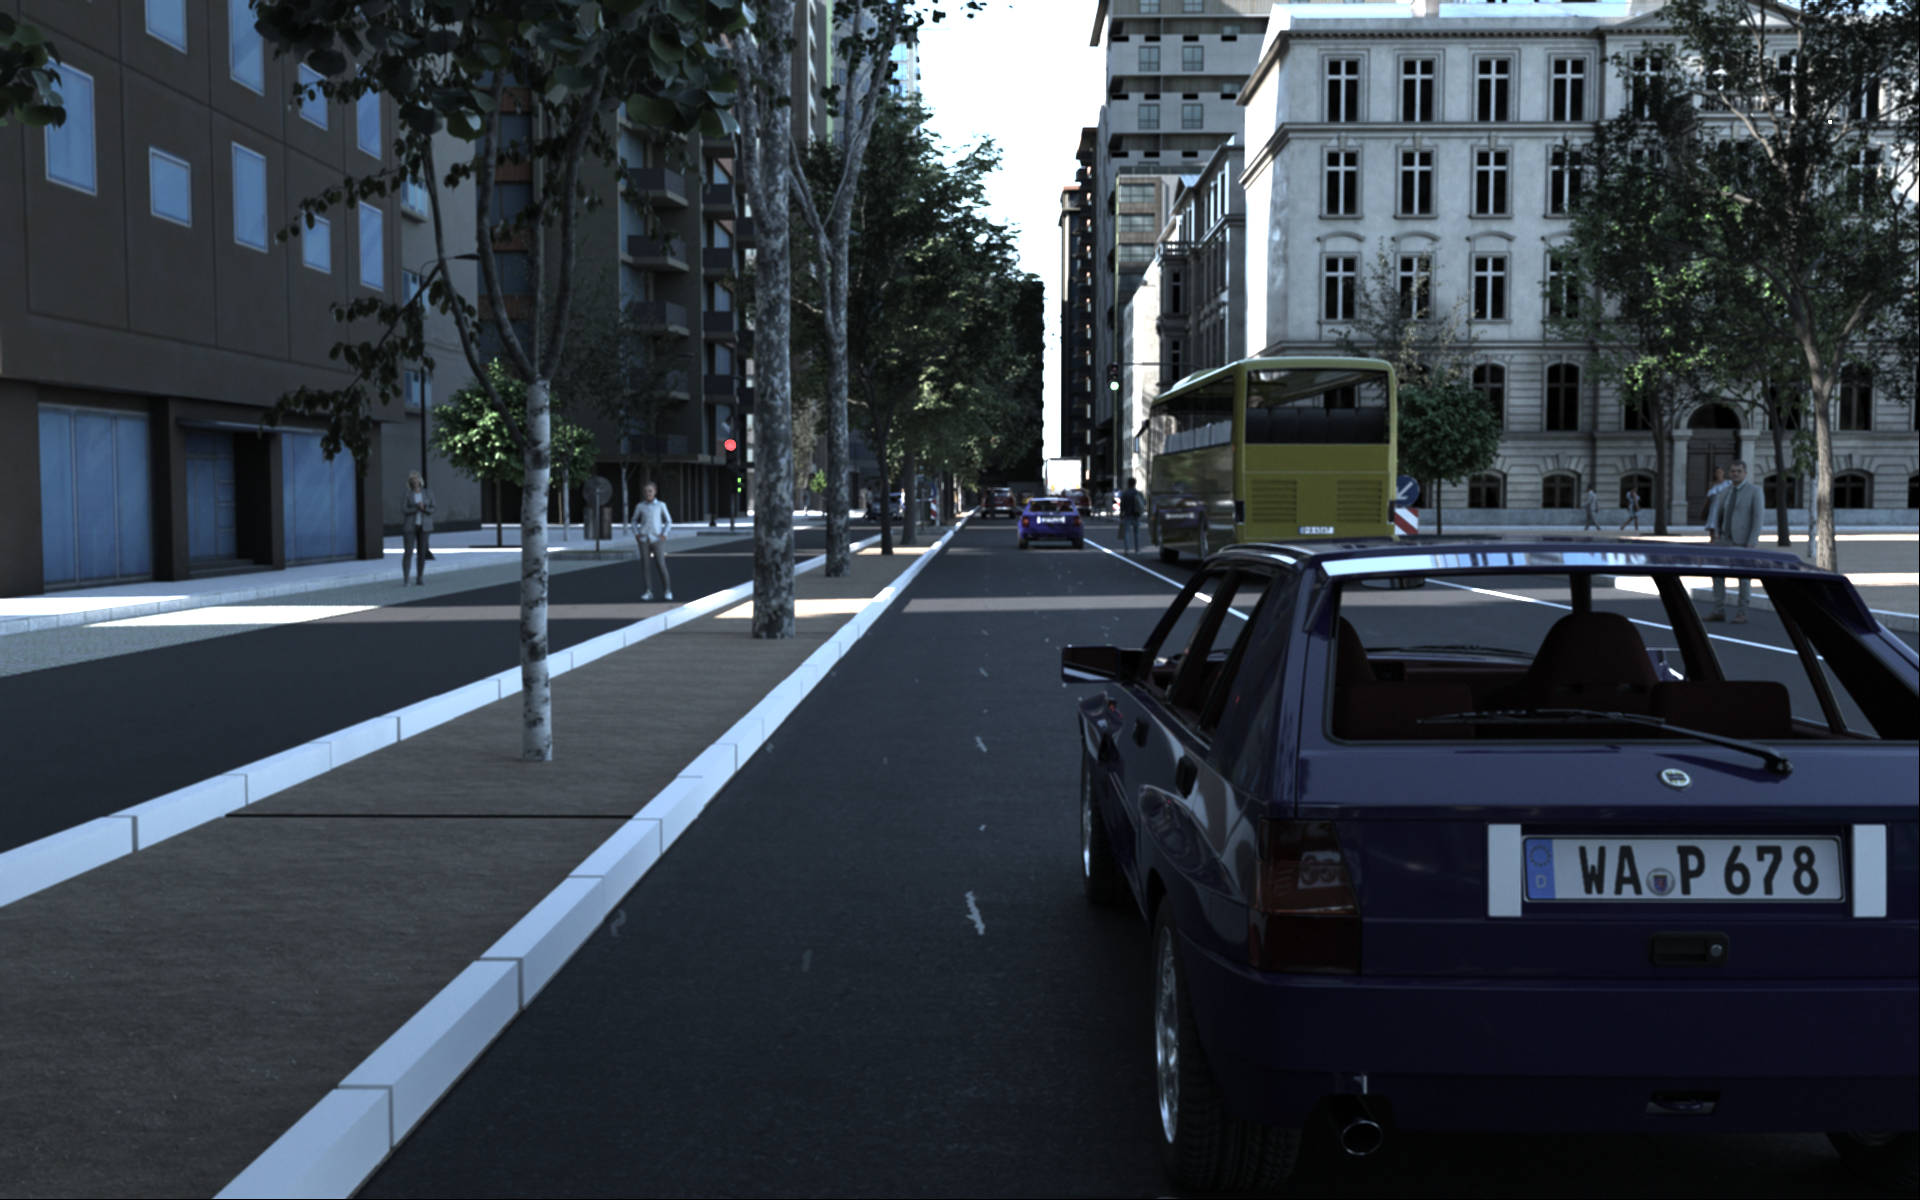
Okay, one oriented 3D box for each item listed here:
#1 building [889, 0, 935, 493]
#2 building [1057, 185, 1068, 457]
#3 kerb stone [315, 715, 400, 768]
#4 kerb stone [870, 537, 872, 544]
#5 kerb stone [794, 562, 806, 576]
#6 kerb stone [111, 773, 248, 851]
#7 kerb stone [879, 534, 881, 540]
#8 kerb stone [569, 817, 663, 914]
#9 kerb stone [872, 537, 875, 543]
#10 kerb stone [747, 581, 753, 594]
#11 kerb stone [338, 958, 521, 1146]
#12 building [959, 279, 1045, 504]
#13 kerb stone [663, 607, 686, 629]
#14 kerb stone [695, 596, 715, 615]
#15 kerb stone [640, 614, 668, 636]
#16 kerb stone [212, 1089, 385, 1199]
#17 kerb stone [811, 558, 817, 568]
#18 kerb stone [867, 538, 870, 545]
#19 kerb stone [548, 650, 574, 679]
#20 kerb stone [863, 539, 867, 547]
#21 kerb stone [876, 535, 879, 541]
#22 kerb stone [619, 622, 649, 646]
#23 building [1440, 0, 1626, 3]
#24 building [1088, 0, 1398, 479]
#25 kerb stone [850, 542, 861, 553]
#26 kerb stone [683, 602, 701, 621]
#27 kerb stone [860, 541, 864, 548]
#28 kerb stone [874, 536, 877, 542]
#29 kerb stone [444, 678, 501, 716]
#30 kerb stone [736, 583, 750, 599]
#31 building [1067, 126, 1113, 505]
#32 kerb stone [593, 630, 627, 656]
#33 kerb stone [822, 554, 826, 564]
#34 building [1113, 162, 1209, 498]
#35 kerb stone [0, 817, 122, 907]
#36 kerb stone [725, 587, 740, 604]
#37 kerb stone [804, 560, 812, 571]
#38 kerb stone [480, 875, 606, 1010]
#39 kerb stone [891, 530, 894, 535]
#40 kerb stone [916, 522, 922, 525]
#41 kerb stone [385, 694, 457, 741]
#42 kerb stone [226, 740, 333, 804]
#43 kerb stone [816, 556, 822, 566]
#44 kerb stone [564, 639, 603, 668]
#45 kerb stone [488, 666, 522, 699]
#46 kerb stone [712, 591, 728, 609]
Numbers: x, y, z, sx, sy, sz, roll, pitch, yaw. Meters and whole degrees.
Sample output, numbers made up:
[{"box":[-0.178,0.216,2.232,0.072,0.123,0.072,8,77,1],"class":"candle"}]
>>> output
[{"box":[-18.278,-56.529,236.920,31.000,86.520,22.319,0,4,1],"class":"building"},{"box":[26.315,-35.607,236.806,28.867,44.769,22.147,0,4,1],"class":"building"},{"box":[-3.303,0.779,9.455,0.120,0.150,1.000,0,4,1],"class":"kerb stone"},{"box":[-2.613,-1.604,48.416,0.120,0.150,1.000,0,4,1],"class":"kerb stone"},{"box":[-2.921,-0.537,30.971,0.120,0.150,1.000,0,4,1],"class":"kerb stone"},{"box":[-3.330,0.904,7.407,0.120,0.150,1.000,0,4,1],"class":"kerb stone"},{"box":[-2.550,-1.852,52.503,0.120,0.150,1.000,0,4,1],"class":"kerb stone"},{"box":[-1.249,0.971,6.324,0.120,0.150,1.000,0,4,1],"class":"kerb stone"},{"box":[-2.597,-1.666,49.438,0.120,0.150,1.000,0,4,1],"class":"kerb stone"},{"box":[-3.030,-0.161,24.829,0.120,0.150,1.000,0,4,1],"class":"kerb stone"},{"box":[-1.286,1.099,4.273,0.120,0.150,1.000,0,4,1],"class":"kerb stone"},{"box":[4.323,-28.305,234.491,14.107,30.474,14.160,0,4,1],"class":"building"},{"box":[-3.131,0.215,18.679,0.120,0.150,1.000,0,4,1],"class":"kerb stone"},{"box":[-3.097,0.090,20.722,0.120,0.150,1.000,0,4,1],"class":"kerb stone"},{"box":[-3.159,0.278,17.649,0.120,0.150,1.000,0,4,1],"class":"kerb stone"},{"box":[-1.304,1.164,3.252,0.120,0.150,1.000,0,4,1],"class":"kerb stone"},{"box":[-2.882,-0.662,33.019,0.120,0.150,1.000,0,4,1],"class":"kerb stone"},{"box":[-2.628,-1.541,47.391,0.120,0.150,1.000,0,4,1],"class":"kerb stone"},{"box":[-3.222,0.531,13.547,0.120,0.150,1.000,0,4,1],"class":"kerb stone"},{"box":[-2.653,-1.478,46.362,0.120,0.150,1.000,0,4,1],"class":"kerb stone"},{"box":[-2.563,-1.788,51.481,0.120,0.150,1.000,0,4,1],"class":"kerb stone"},{"box":[-3.168,0.343,16.624,0.120,0.150,1.000,0,4,1],"class":"kerb stone"},{"box":[67.950,-54.621,205.722,31.000,86.520,22.319,0,4,1],"class":"building"},{"box":[28.026,-35.848,175.347,28.713,52.752,27.495,0,4,1],"class":"building"},{"box":[-2.685,-1.349,44.301,0.120,0.150,1.000,0,4,1],"class":"kerb stone"},{"box":[-3.115,0.156,19.701,0.120,0.150,1.000,0,4,1],"class":"kerb stone"},{"box":[-2.671,-1.415,45.329,0.120,0.150,1.000,0,4,1],"class":"kerb stone"},{"box":[-2.583,-1.725,50.460,0.120,0.150,1.000,0,4,1],"class":"kerb stone"},{"box":[-3.267,0.661,11.504,0.120,0.150,1.000,0,4,1],"class":"kerb stone"},{"box":[-3.046,-0.098,23.793,0.120,0.150,1.000,0,4,1],"class":"kerb stone"},{"box":[24.680,-33.588,203.781,22.147,44.769,28.867,0,4,1],"class":"building"},{"box":[-3.193,0.403,15.602,0.120,0.150,1.000,0,4,1],"class":"kerb stone"},{"box":[-2.845,-0.787,35.064,0.120,0.150,1.000,0,4,1],"class":"kerb stone"},{"box":[20.642,-23.446,155.046,14.160,30.474,14.107,0,4,1],"class":"building"},{"box":[-3.358,0.967,6.382,0.120,0.150,1.000,0,4,1],"class":"kerb stone"},{"box":[-3.064,-0.035,22.771,0.120,0.150,1.000,0,4,1],"class":"kerb stone"},{"box":[-2.902,-0.599,31.993,0.120,0.150,1.000,0,4,1],"class":"kerb stone"},{"box":[-1.262,1.034,5.302,0.120,0.150,1.000,0,4,1],"class":"kerb stone"},{"box":[-2.403,-2.352,60.688,0.120,0.150,1.000,0,4,1],"class":"kerb stone"},{"box":[-1.973,-3.828,84.780,0.120,0.150,1.000,0,4,1],"class":"kerb stone"},{"box":[-3.277,0.716,10.482,0.120,0.150,1.000,0,4,1],"class":"kerb stone"},{"box":[-3.314,0.842,8.429,0.120,0.150,1.000,0,4,1],"class":"kerb stone"},{"box":[-2.863,-0.724,34.041,0.120,0.150,1.000,0,4,1],"class":"kerb stone"},{"box":[-3.201,0.466,14.580,0.120,0.150,1.000,0,4,1],"class":"kerb stone"},{"box":[-3.241,0.594,12.526,0.120,0.150,1.000,0,4,1],"class":"kerb stone"},{"box":[-3.080,0.027,21.749,0.120,0.150,1.000,0,4,1],"class":"kerb stone"}]
